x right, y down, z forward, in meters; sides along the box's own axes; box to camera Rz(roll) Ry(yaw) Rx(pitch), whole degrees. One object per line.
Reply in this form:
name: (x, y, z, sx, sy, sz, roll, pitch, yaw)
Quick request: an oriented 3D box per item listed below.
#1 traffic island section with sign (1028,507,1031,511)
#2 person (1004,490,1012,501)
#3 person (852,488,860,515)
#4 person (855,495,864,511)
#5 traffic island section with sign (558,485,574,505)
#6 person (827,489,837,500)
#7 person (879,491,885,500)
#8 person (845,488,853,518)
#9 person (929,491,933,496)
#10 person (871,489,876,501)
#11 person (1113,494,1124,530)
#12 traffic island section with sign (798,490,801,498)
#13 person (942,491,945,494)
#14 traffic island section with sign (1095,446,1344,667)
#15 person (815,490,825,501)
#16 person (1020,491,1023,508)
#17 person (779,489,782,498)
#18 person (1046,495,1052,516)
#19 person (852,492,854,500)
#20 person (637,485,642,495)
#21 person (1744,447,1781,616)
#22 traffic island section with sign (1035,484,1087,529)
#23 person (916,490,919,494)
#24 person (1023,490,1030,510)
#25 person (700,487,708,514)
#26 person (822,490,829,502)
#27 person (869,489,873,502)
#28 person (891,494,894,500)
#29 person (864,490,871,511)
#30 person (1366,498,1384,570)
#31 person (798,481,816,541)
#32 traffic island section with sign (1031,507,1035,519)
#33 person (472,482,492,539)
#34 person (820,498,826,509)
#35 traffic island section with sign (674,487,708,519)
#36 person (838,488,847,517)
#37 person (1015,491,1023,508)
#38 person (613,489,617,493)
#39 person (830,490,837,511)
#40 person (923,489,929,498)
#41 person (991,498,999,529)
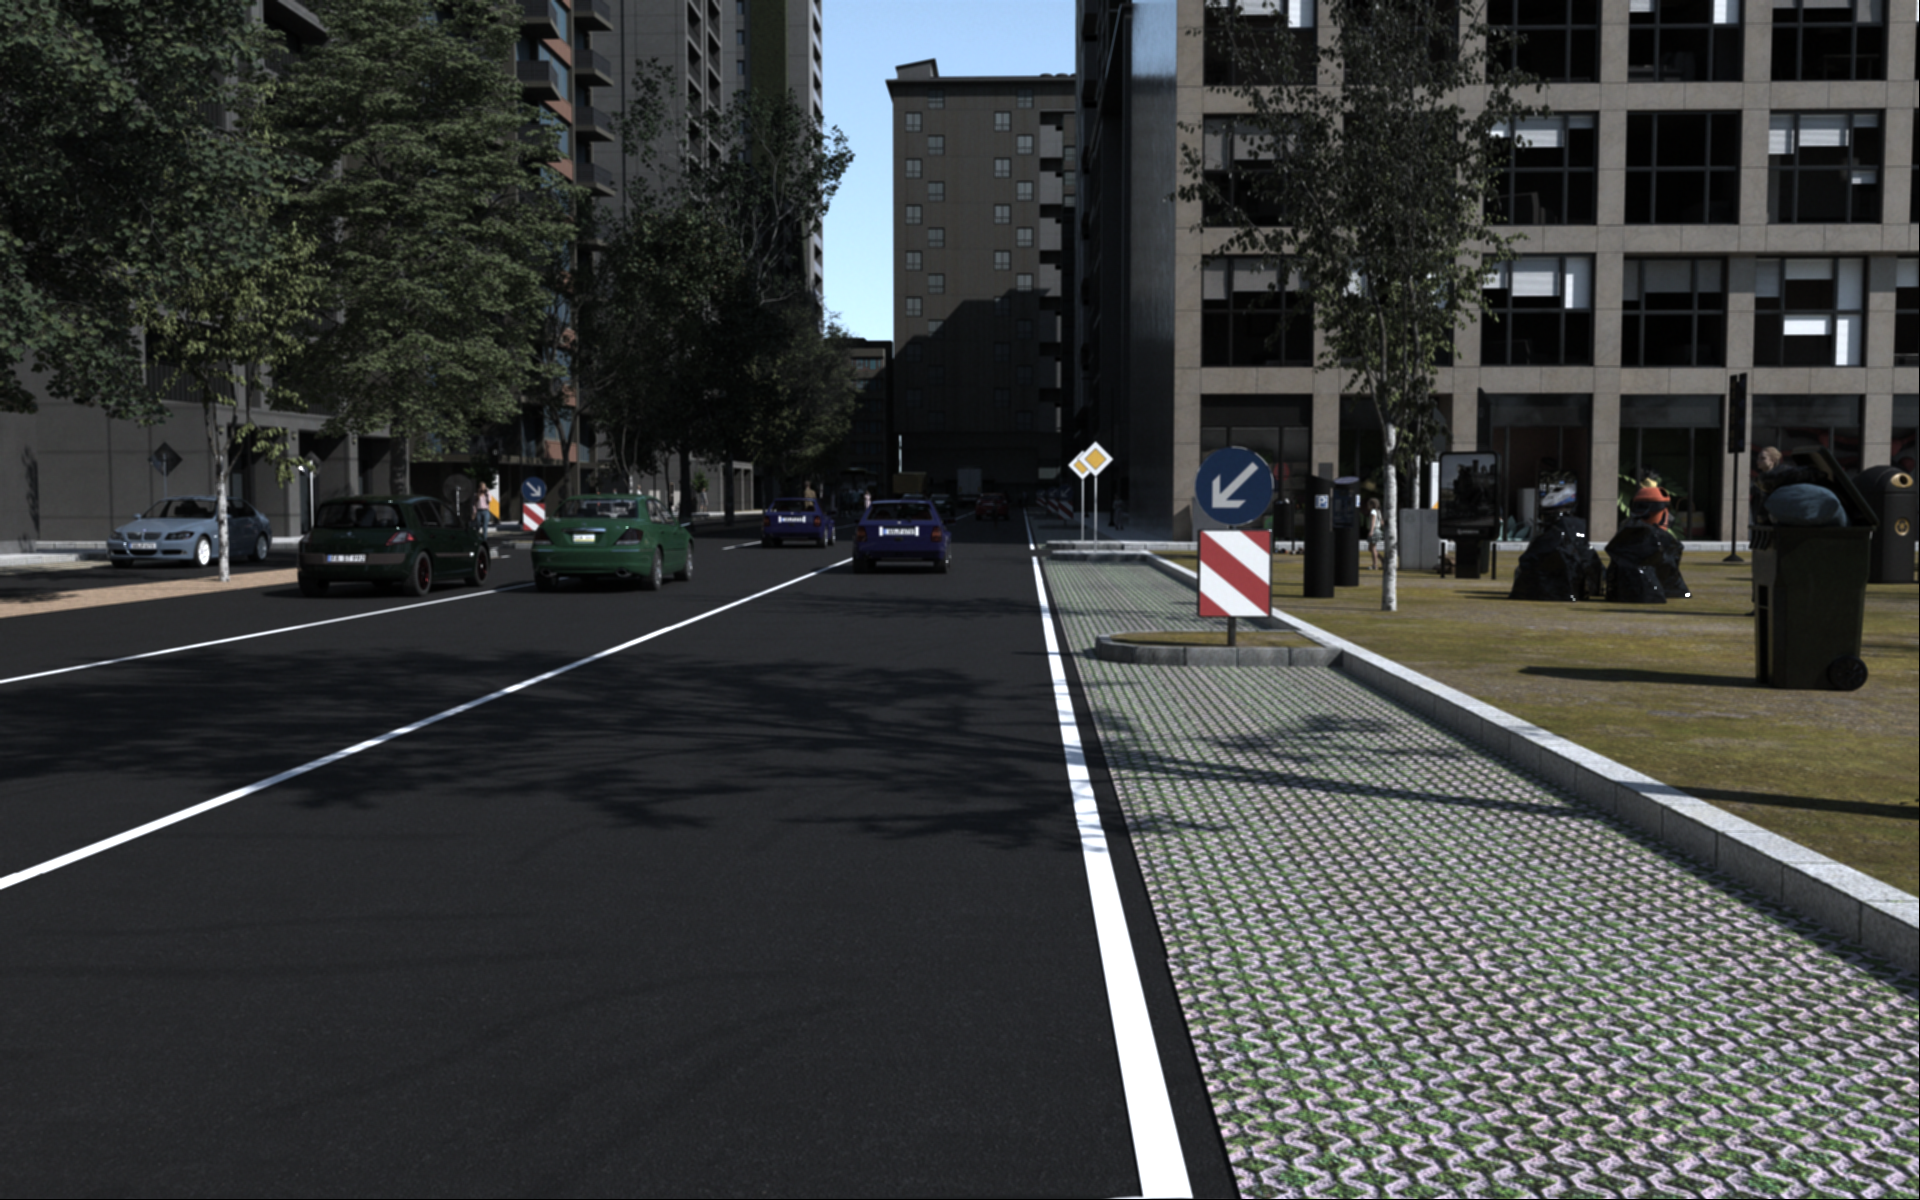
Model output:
traffic island section with sign: (6.925, -8.549, 148.399, 1.989, 1.847, 2.006, 0, 4, 2)
person: (4.356, -9.444, 162.848, 0.705, 1.831, 1.348, -3, 4, -38)
person: (-7.194, -6.788, 119.497, 0.660, 1.820, 0.620, 0, 4, -1)
person: (-8.699, -8.454, 146.689, 1.348, 1.831, 0.705, 2, 4, 33)
traffic island section with sign: (-16.330, -3.841, 71.420, 1.989, 1.847, 2.006, 0, 4, 2)
person: (-11.059, -8.870, 153.162, 1.348, 1.869, 0.705, 1, 4, 12)
person: (-8.718, -11.197, 192.127, 0.434, 1.755, 0.990, 3, 5, 41)
person: (-6.692, -5.855, 104.580, 0.444, 1.785, 0.601, -1, 4, -23)
person: (-3.257, -11.577, 197.748, 1.348, 1.831, 0.705, 1, 4, 14)
person: (-6.423, -7.347, 128.587, 0.705, 1.831, 1.348, 0, 4, 6)
person: (5.689, -3.152, 61.860, 0.425, 1.301, 0.394, -2, 4, -29)
traffic island section with sign: (-13.609, -8.564, 148.647, 1.989, 1.847, 2.006, 0, 4, 2)
person: (-1.234, -7.633, 134.773, 0.593, 1.643, 0.415, 2, 4, 24)
traffic island section with sign: (2.207, -0.404, 15.235, 1.989, 1.847, 2.006, 0, 4, 2)
person: (-11.048, -7.668, 134.703, 1.217, 1.723, 0.721, 2, 4, 32)
person: (6.508, -10.454, 179.951, 0.750, 1.759, 0.617, 1, 4, 21)
person: (-13.779, -7.724, 134.417, 0.705, 1.869, 1.348, 1, 4, 16)
person: (5.802, -6.282, 111.020, 0.447, 1.846, 0.655, -3, 4, -37)
person: (-9.629, -9.039, 157.753, 0.415, 1.643, 0.593, 3, 4, 38)
person: (-19.953, -6.204, 107.356, 0.818, 1.842, 0.514, -2, 4, -35)
person: (8.507, -0.714, 18.145, 0.534, 1.772, 0.576, 0, 4, 1)
traffic island section with sign: (4.192, -3.810, 70.914, 1.989, 1.847, 2.006, 0, 4, 2)
person: (-3.447, -7.715, 135.379, 0.721, 1.736, 1.217, -1, 4, -11)
person: (5.861, -8.811, 152.434, 0.709, 1.838, 0.599, -3, 5, -43)
person: (-16.771, -6.513, 113.276, 0.466, 1.731, 0.760, 0, 4, 8)
person: (-11.490, -8.306, 144.984, 1.217, 1.739, 0.721, -3, 5, -39)
person: (-6.618, -7.538, 131.756, 0.705, 1.824, 1.348, -2, 4, -23)
person: (-7.375, -11.133, 193.749, 0.599, 1.433, 0.991, -3, 5, -40)
person: (-7.341, -7.806, 136.794, 0.551, 1.740, 0.621, -1, 4, -19)
person: (7.043, -1.113, 29.250, 0.382, 1.210, 0.505, 2, 4, 26)
person: (-4.586, -2.737, 53.160, 0.836, 1.842, 0.656, 0, 4, -4)
traffic island section with sign: (5.136, -5.457, 97.853, 1.989, 1.847, 2.006, 0, 4, 2)
person: (-12.712, -2.252, 45.903, 0.593, 1.750, 0.643, -1, 4, -14)
person: (-7.249, -4.793, 91.532, 0.362, 1.253, 0.373, -3, 4, -36)
traffic island section with sign: (-15.380, -5.488, 98.363, 1.989, 1.847, 2.006, 0, 4, 2)
person: (-7.266, -6.054, 107.669, 0.721, 1.800, 0.419, -1, 4, -13)
person: (6.164, -10.229, 176.532, 1.217, 1.735, 0.721, -1, 4, -16)
person: (-21.003, -5.972, 105.492, 0.330, 1.601, 0.589, 0, 4, -4)
person: (-9.742, -7.590, 133.270, 0.621, 1.740, 0.551, 1, 4, 16)
person: (-2.862, -8.164, 141.926, 0.705, 1.831, 1.348, -3, 4, -37)
person: (1.411, -3.507, 70.507, 0.373, 1.253, 0.362, -2, 4, -29)
